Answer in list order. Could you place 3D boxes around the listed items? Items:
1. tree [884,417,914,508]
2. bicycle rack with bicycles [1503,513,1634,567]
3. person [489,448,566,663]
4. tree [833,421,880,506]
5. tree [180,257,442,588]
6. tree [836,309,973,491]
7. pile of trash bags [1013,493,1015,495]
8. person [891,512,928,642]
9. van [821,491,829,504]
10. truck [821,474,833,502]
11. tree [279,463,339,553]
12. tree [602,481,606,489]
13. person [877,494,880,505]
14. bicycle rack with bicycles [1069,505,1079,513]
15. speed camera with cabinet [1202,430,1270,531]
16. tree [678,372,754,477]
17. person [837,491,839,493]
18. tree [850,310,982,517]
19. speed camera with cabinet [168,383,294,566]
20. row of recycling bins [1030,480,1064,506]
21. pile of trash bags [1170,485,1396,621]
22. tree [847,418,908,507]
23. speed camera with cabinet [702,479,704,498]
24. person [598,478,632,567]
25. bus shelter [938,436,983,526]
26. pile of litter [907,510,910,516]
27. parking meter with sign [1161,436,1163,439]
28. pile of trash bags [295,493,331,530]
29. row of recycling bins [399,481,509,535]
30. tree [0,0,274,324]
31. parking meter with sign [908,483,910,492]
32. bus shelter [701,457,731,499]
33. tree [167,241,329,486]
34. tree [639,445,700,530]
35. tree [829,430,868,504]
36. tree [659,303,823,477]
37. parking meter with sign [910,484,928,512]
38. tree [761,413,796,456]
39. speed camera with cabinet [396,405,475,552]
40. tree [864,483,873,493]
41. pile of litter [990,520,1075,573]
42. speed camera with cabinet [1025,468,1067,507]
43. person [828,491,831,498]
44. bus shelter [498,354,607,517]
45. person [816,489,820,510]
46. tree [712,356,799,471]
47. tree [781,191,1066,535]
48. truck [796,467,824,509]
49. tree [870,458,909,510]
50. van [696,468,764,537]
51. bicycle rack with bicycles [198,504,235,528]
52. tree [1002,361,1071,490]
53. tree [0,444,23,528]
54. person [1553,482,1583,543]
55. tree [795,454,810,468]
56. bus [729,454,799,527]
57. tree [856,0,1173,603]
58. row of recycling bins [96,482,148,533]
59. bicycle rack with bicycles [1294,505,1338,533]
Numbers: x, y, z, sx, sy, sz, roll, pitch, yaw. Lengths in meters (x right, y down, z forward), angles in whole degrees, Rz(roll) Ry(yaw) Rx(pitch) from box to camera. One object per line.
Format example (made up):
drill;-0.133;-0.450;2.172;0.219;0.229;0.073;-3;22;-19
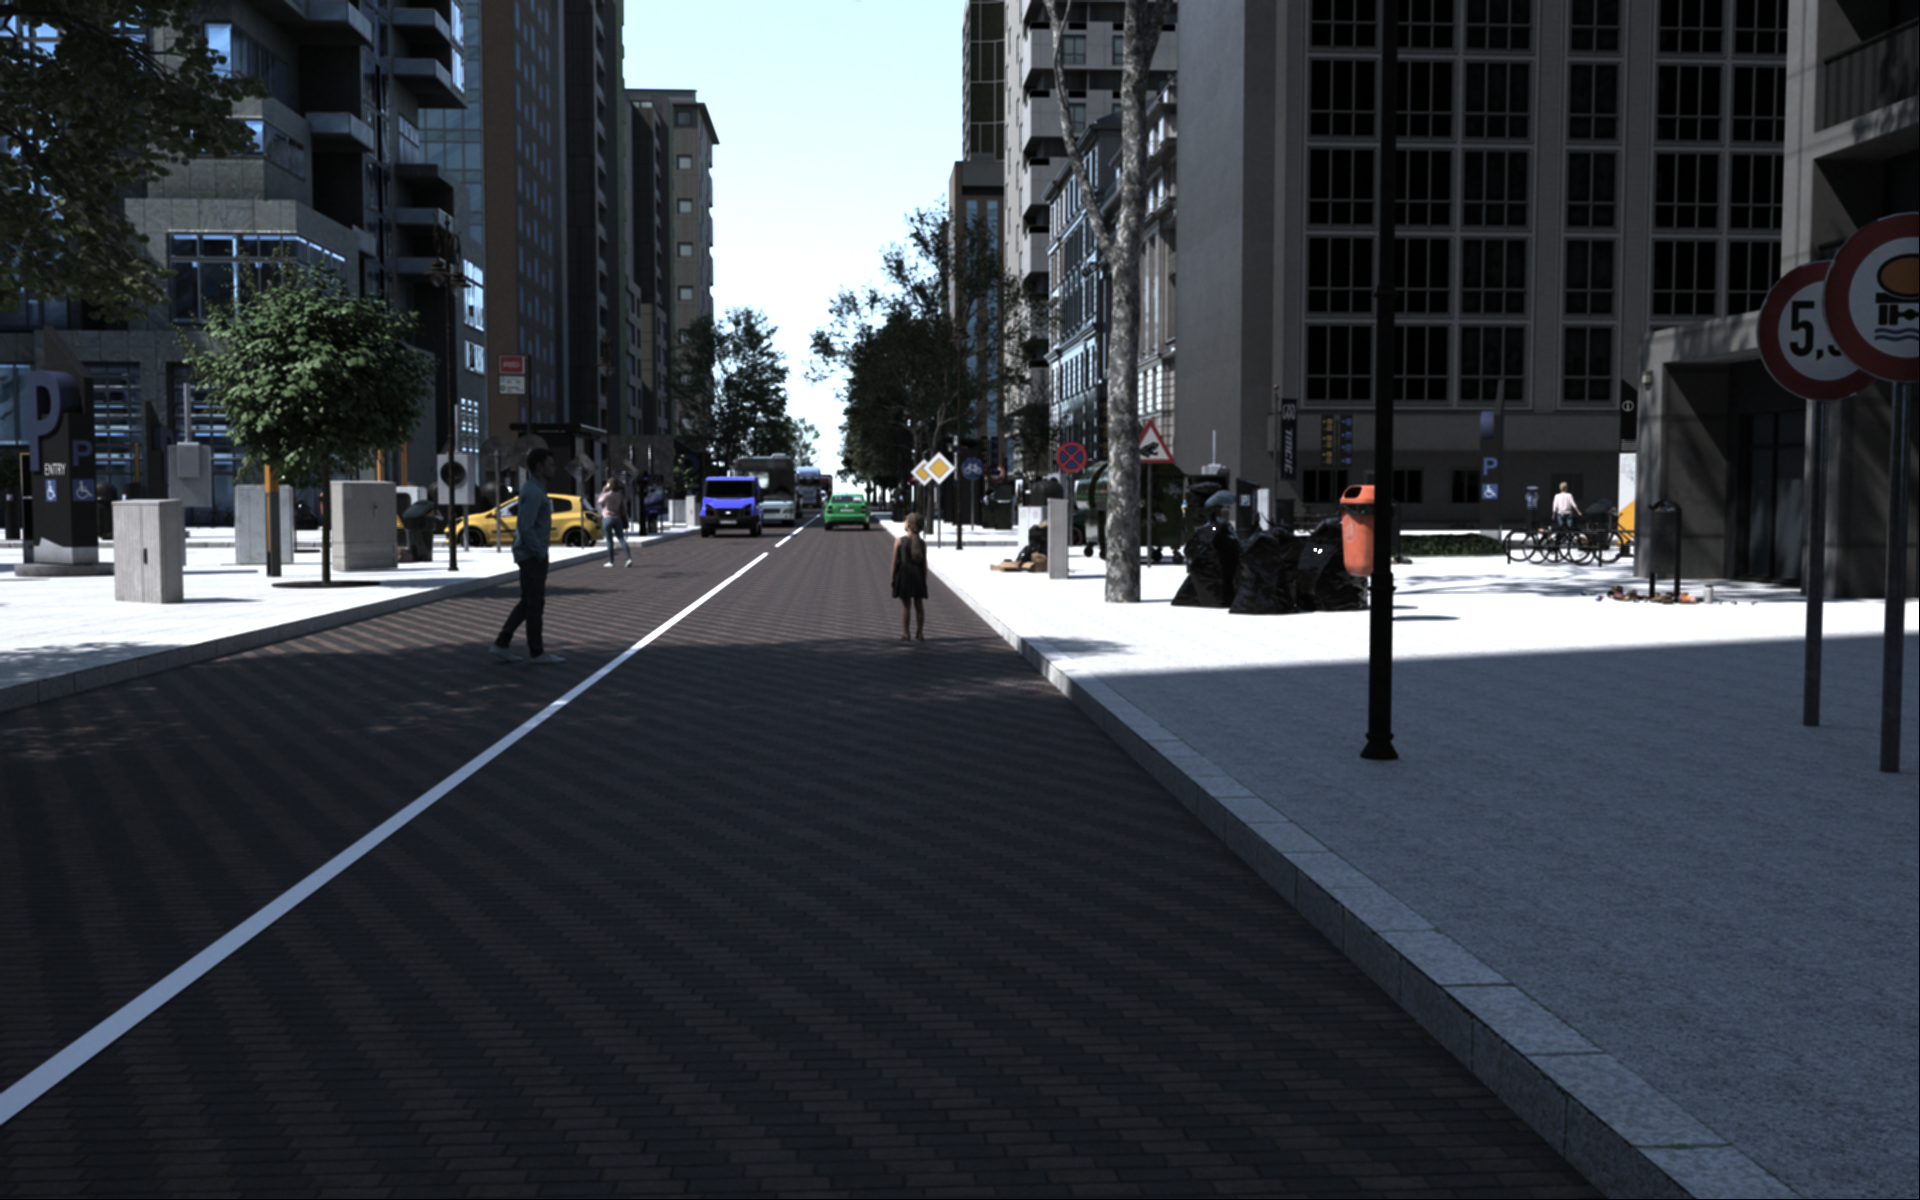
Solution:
tree;-5.982;-12.451;153.936;4.360;8.622;3.978;0;3;0
bicycle rack with bicycles;11.294;-1.132;31.892;2.852;0.926;2.925;-3;5;-42
person;-3.687;-0.378;14.706;0.620;1.820;0.660;-1;4;-21
tree;-9.309;-16.767;191.151;9.611;12.733;9.660;0;3;0
tree;-8.963;-2.472;24.132;4.285;4.588;4.351;0;3;0
tree;-3.779;-12.723;114.683;9.857;13.997;8.962;0;3;0
pile of trash bags;2.358;-6.858;121.886;3.447;1.369;1.912;0;4;3
person;-0.493;-0.226;16.863;0.362;1.253;0.373;-1;4;-13
van;-17.007;-12.469;210.882;2.013;2.044;4.112;0;4;-4
truck;-19.643;-15.866;248.315;2.839;4.237;11.283;0;4;-2
tree;-14.618;-2.650;37.925;1.663;3.219;1.824;0;3;0
tree;-22.422;-7.177;111.940;1.663;3.219;1.824;0;3;0
person;-9.564;-11.798;204.624;0.599;1.433;0.991;2;4;33
bicycle rack with bicycles;4.563;-4.131;80.924;2.925;0.926;2.852;0;4;5
speed camera with cabinet;8.597;-3.651;54.023;2.038;3.252;0.660;0;4;0
tree;-14.666;-9.362;103.429;4.360;8.622;3.978;0;3;0
person;-15.527;-12.978;220.672;0.705;1.826;1.348;-1;4;-22
tree;-2.567;-10.489;97.258;9.928;11.665;9.643;0;3;0
speed camera with cabinet;-13.166;-2.262;31.314;2.038;3.252;0.660;-1;4;-20
row of recycling bins;2.604;-2.755;52.154;1.069;1.692;3.534;0;4;2
pile of trash bags;3.717;-0.558;18.883;1.912;1.369;3.447;-1;4;-17
tree;-8.027;-15.728;175.286;7.486;12.596;7.792;0;3;0
speed camera with cabinet;-14.321;-6.422;99.332;2.038;3.252;0.660;0;4;-7
person;-6.742;-1.526;34.042;0.593;1.750;0.643;-3;5;-40
bus shelter;-0.015;-4.993;72.922;1.731;3.624;6.357;0;4;-4
pile of litter;-3.213;-4.990;95.547;1.719;0.858;1.176;2;4;31
parking meter with sign;5.155;-3.385;51.604;1.738;3.016;0.543;-2;4;-29
pile of trash bags;-23.196;-3.249;62.874;1.912;1.369;3.447;-1;4;-14
row of recycling bins;-16.086;-2.937;55.139;3.534;1.692;1.069;-3;4;-36
tree;-8.363;-5.642;10.378;7.486;12.596;7.792;0;3;0
parking meter with sign;-3.769;-7.811;123.964;1.738;3.016;0.543;0;4;4
bus shelter;-15.966;-7.446;113.031;1.731;3.624;6.357;0;4;-4
tree;-20.038;-6.079;49.760;4.737;8.622;4.395;0;3;0
tree;-11.120;-4.413;66.752;1.663;3.219;1.824;0;3;0
tree;-12.642;-19.881;235.416;12.009;13.543;11.850;0;3;0
tree;-12.641;-10.280;93.830;9.928;11.665;9.643;0;3;0
parking meter with sign;-2.067;-6.850;108.262;1.738;3.016;0.543;1;4;10
tree;-16.402;-12.281;151.149;4.360;8.622;3.978;0;3;0
speed camera with cabinet;-11.790;-2.680;38.160;2.038;3.252;0.660;0;4;0
tree;-14.759;-17.481;280.417;1.663;3.219;1.824;0;3;0
pile of litter;1.187;-0.903;28.736;1.176;0.858;1.719;-1;4;-23
speed camera with cabinet;3.697;-4.975;75.683;2.038;3.252;0.660;3;5;39
person;-17.460;-13.741;233.121;0.705;1.831;1.348;-3;5;-40
bus shelter;-12.362;-4.589;52.658;2.179;5.291;8.768;0;4;-4
person;-13.004;-9.171;158.079;0.705;1.869;1.348;-1;4;-11
tree;-17.017;-13.716;142.381;7.486;12.596;7.792;0;3;0
tree;-1.000;-7.339;54.401;8.767;10.594;7.601;0;4;-1
truck;-15.266;-11.356;175.431;2.967;4.110;18.799;0;4;-4
tree;-5.613;-9.570;140.189;4.285;4.588;4.351;0;3;0
van;-7.773;-3.347;59.104;2.240;2.365;5.245;0;4;-4
bicycle rack with bicycles;-27.344;-3.202;65.735;2.852;0.926;2.925;1;4;15
tree;4.143;-8.956;96.799;4.360;8.622;3.978;0;3;0
tree;-36.608;-4.426;66.965;1.663;3.219;1.824;0;3;0
person;15.805;-2.192;45.008;0.731;1.740;0.598;1;4;14
tree;-25.720;-20.216;280.893;4.737;8.622;4.395;0;3;0
bus;-8.784;-5.146;78.996;2.948;3.499;13.247;0;4;-5
tree;2.958;-10.102;21.057;12.611;20.169;13.585;0;3;0
row of recycling bins;-28.724;-3.071;57.326;3.534;1.692;1.069;-1;4;-9
bicycle rack with bicycles;11.442;-2.636;56.481;2.852;0.926;2.925;-3;5;-44
